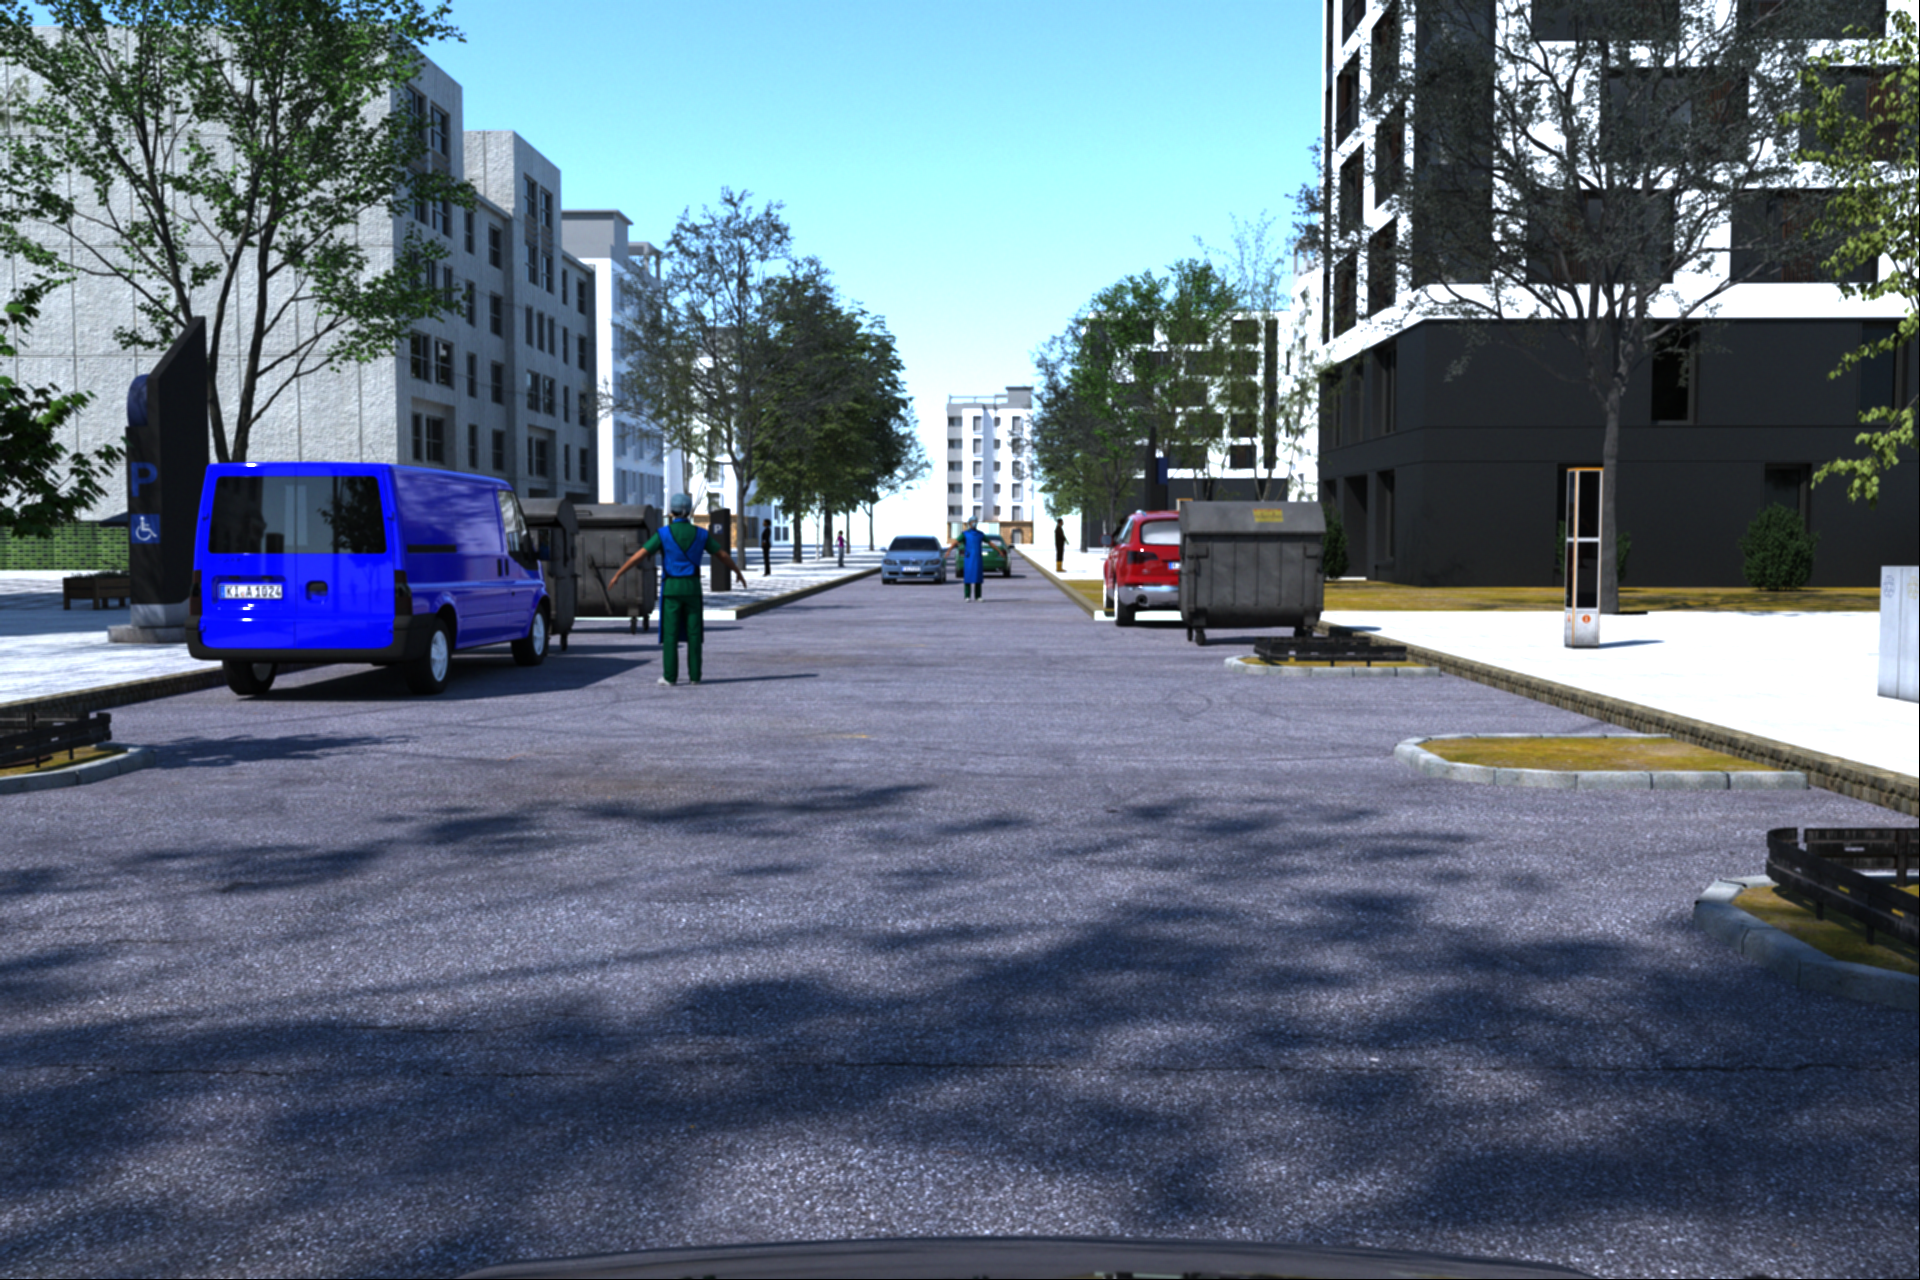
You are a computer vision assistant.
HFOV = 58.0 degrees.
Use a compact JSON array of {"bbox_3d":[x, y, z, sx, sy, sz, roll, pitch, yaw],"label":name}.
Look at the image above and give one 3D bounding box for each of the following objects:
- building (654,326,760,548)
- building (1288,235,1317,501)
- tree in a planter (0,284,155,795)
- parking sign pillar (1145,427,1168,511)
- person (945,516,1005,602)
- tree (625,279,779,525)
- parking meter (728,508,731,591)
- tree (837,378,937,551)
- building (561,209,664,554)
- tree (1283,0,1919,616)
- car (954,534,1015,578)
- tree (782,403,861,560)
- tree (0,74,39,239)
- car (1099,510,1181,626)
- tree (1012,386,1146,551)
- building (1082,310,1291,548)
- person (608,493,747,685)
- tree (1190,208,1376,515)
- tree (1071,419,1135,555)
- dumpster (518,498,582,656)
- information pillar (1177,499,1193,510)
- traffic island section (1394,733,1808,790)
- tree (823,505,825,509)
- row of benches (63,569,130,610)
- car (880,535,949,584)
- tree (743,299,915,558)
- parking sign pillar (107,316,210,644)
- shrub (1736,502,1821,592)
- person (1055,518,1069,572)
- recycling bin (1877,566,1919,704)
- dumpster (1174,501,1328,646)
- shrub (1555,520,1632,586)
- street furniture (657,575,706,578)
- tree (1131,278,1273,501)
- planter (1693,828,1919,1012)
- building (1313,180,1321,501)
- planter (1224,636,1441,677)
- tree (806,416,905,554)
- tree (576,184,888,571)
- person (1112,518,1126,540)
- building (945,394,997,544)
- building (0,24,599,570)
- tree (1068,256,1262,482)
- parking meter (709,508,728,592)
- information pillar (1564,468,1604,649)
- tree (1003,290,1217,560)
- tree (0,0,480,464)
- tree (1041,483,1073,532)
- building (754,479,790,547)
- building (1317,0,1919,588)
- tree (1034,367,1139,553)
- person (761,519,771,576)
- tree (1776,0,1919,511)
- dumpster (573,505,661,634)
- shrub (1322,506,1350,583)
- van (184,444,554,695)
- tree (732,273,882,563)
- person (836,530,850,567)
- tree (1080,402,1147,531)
[{"bbox_3d":[-25.175,-18.489,158.723,16.016,20.090,11.380,0,4,2],"label":"building"},{"bbox_3d":[26.277,-15.535,110.421,16.016,20.090,11.380,0,4,1],"label":"building"},{"bbox_3d":[-6.005,-0.794,10.209,1.991,3.239,1.994,0,4,1],"label":"tree in a planter"},{"bbox_3d":[4.987,-3.410,44.227,1.447,3.967,1.447,0,3,0],"label":"parking sign pillar"},{"bbox_3d":[0.293,-1.718,36.672,1.347,1.817,0.704,-1,4,-19],"label":"person"},{"bbox_3d":[-8.146,-6.140,50.755,4.360,8.622,3.978,0,3,0],"label":"tree"},{"bbox_3d":[-5.389,-2.044,39.124,0.399,1.863,0.255,0,4,3],"label":"parking meter"},{"bbox_3d":[-6.718,-13.359,128.788,12.009,13.543,11.850,0,3,0],"label":"tree"},{"bbox_3d":[-24.997,-15.038,102.287,16.016,20.090,11.380,0,4,2],"label":"building"},{"bbox_3d":[10.420,-7.168,27.563,12.009,13.543,11.850,0,3,0],"label":"tree"},{"bbox_3d":[0.790,-2.829,58.057,2.131,1.459,4.920,0,4,1],"label":"car"},{"bbox_3d":[-6.879,-8.188,84.239,4.737,8.622,4.395,0,3,0],"label":"tree"},{"bbox_3d":[-11.302,-4.056,16.684,4.360,8.622,3.978,0,3,0],"label":"tree"},{"bbox_3d":[3.461,-1.205,28.382,2.281,1.827,5.304,0,4,2],"label":"car"},{"bbox_3d":[9.532,-13.699,134.342,12.009,13.543,11.850,0,3,0],"label":"tree"},{"bbox_3d":[26.074,-20.206,174.334,27.936,21.610,32.646,0,4,1],"label":"building"},{"bbox_3d":[-2.660,-0.483,16.480,1.347,1.817,0.704,-2,4,-24],"label":"person"},{"bbox_3d":[6.942,-5.469,39.779,4.360,8.622,3.978,0,3,0],"label":"tree"},{"bbox_3d":[8.823,-9.438,104.677,4.360,8.622,3.978,0,3,0],"label":"tree"},{"bbox_3d":[-5.573,-0.766,20.746,1.865,1.857,1.264,0,4,1],"label":"dumpster"},{"bbox_3d":[4.705,-1.948,36.348,0.304,2.012,0.304,0,4,1],"label":"information pillar"},{"bbox_3d":[3.771,0.743,10.710,1.991,0.108,1.994,0,4,1],"label":"traffic island section"},{"bbox_3d":[-16.047,-22.338,221.107,12.611,20.169,13.585,0,3,0],"label":"tree"},{"bbox_3d":[-14.520,-0.967,31.279,1.422,0.672,4.104,1,4,10],"label":"row of benches"},{"bbox_3d":[-1.314,-2.370,50.755,2.014,1.417,4.499,0,4,2],"label":"car"},{"bbox_3d":[-7.337,-11.504,94.741,9.857,13.997,8.962,0,3,0],"label":"tree"},{"bbox_3d":[-9.522,-1.981,20.861,1.447,3.967,1.447,0,4,1],"label":"parking sign pillar"},{"bbox_3d":[18.190,-2.085,38.517,1.690,2.028,1.600,0,3,0],"label":"shrub"},{"bbox_3d":[3.416,-3.211,58.631,0.704,1.812,1.346,-1,4,-12],"label":"person"},{"bbox_3d":[7.620,-0.050,13.371,0.722,1.027,0.722,0,4,2],"label":"recycling bin"},{"bbox_3d":[3.781,-0.881,22.626,1.865,1.857,1.264,0,4,1],"label":"dumpster"},{"bbox_3d":[13.928,-2.062,38.130,1.690,2.028,1.600,0,3,0],"label":"shrub"},{"bbox_3d":[-13.015,-2.299,44.449,11.010,1.723,9.812,-2,4,-27],"label":"street furniture"},{"bbox_3d":[7.040,-6.095,50.012,4.360,8.622,3.978,0,3,0],"label":"tree"},{"bbox_3d":[3.662,0.932,5.909,1.991,0.319,1.994,0,4,2],"label":"planter"},{"bbox_3d":[23.592,-14.232,89.120,16.016,20.090,11.380,0,4,1],"label":"building"},{"bbox_3d":[3.850,0.168,18.388,1.991,0.319,1.994,0,4,1],"label":"planter"},{"bbox_3d":[-6.983,-10.817,111.276,8.767,10.594,7.601,2,4,35],"label":"tree"},{"bbox_3d":[-7.653,-9.182,60.493,12.009,13.543,11.850,0,3,0],"label":"tree"},{"bbox_3d":[5.474,-3.171,58.031,0.705,1.806,1.347,-3,5,-42],"label":"person"},{"bbox_3d":[-1.667,-22.444,225.843,11.380,20.090,16.016,0,4,5],"label":"building"},{"bbox_3d":[-27.875,-12.835,76.317,16.747,18.905,31.486,0,4,1],"label":"building"},{"bbox_3d":[7.574,-8.490,64.561,9.928,11.665,9.643,0,3,0],"label":"tree"},{"bbox_3d":[-5.390,-2.014,38.633,0.399,1.863,0.255,0,4,3],"label":"parking meter"},{"bbox_3d":[6.989,-0.913,19.418,0.304,2.012,0.304,0,4,1],"label":"information pillar"},{"bbox_3d":[7.668,-10.785,86.697,12.009,13.543,11.850,0,3,0],"label":"tree"},{"bbox_3d":[-11.486,-6.196,27.057,9.928,11.665,9.643,0,3,0],"label":"tree"},{"bbox_3d":[12.668,-16.765,224.470,4.737,8.622,4.395,0,3,0],"label":"tree"},{"bbox_3d":[-23.244,-15.280,191.979,9.099,9.664,28.070,0,4,2],"label":"building"},{"bbox_3d":[25.417,-13.022,56.890,27.936,21.610,32.646,0,4,1],"label":"building"},{"bbox_3d":[8.664,-12.217,117.870,7.486,12.596,7.792,0,3,0],"label":"tree"},{"bbox_3d":[-5.959,-2.809,52.653,0.721,1.740,1.216,0,4,-7],"label":"person"},{"bbox_3d":[9.441,-4.002,15.798,4.737,8.622,4.395,0,3,0],"label":"tree"},{"bbox_3d":[-5.363,-1.036,25.149,1.865,1.857,1.264,0,4,1],"label":"dumpster"},{"bbox_3d":[9.495,-2.541,45.589,1.661,2.075,1.752,0,3,0],"label":"shrub"},{"bbox_3d":[-5.538,-0.780,17.130,2.240,2.365,5.245,0,4,1],"label":"van"},{"bbox_3d":[-6.894,-9.650,75.900,7.486,12.596,7.792,0,3,0],"label":"tree"},{"bbox_3d":[-4.606,-3.587,67.913,0.599,1.433,0.991,-3,4,-36],"label":"person"},{"bbox_3d":[8.438,-8.987,97.299,4.360,8.622,3.978,0,3,0],"label":"tree"}]
